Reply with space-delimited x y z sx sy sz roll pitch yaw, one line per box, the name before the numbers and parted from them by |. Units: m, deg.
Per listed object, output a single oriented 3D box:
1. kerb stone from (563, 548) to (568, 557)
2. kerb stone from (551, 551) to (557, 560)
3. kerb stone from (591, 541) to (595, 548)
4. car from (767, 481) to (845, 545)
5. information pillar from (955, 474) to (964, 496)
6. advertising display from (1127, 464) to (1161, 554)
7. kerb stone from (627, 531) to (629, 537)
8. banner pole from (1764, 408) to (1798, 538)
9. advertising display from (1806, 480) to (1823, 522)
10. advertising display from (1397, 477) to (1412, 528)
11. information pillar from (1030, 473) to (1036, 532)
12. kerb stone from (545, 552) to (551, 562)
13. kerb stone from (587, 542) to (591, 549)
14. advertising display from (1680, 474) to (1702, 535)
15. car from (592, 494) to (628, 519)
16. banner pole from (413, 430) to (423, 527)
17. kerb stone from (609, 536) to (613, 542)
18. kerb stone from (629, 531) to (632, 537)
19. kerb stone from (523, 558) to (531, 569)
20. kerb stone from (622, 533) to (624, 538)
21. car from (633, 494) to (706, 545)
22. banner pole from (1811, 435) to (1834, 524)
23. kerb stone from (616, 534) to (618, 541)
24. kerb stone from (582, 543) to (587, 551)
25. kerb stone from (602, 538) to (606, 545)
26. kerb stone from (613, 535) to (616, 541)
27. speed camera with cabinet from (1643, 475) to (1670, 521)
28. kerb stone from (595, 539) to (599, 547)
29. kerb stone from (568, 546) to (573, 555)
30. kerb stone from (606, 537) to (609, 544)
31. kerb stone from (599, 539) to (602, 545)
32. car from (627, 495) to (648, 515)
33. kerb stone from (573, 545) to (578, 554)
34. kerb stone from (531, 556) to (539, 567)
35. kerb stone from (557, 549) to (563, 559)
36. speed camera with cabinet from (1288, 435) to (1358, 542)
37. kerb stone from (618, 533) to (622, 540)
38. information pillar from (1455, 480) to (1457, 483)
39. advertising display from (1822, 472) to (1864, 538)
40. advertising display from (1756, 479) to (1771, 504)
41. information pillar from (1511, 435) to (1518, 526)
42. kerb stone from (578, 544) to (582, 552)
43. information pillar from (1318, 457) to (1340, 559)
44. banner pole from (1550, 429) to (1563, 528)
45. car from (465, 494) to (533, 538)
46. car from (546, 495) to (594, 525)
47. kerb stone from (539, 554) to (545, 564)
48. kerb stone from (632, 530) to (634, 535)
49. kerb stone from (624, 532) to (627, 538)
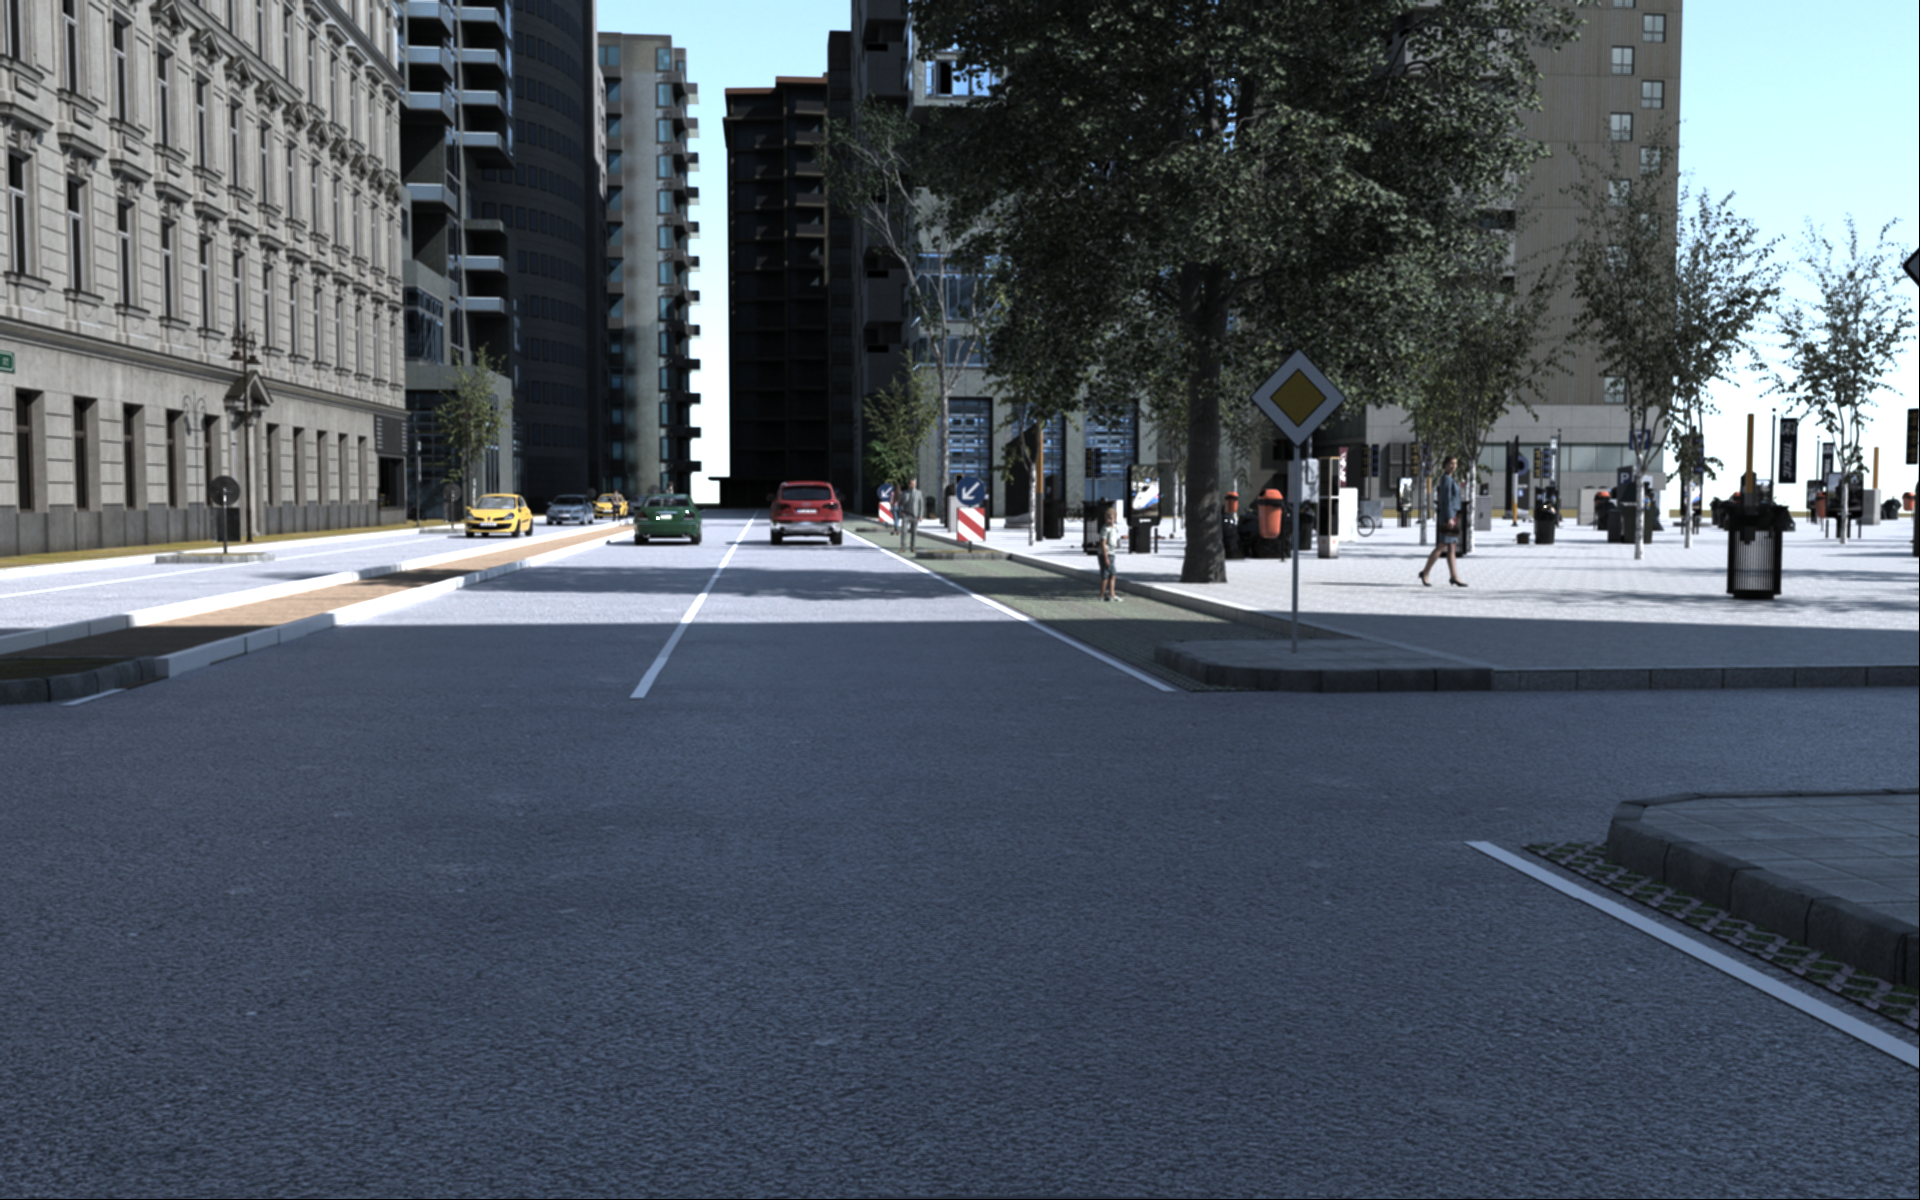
kerb stone | -9.115 -1.054 39.501 0.120 0.150 1.000 0 4 -6
kerb stone | -8.888 -0.932 37.468 0.120 0.150 1.000 0 4 -6
kerb stone | -9.791 -1.428 45.612 0.120 0.150 1.000 0 4 -6
car | -4.475 -2.551 50.388 2.281 1.827 5.304 0 4 -5
information pillar | -0.024 -3.627 63.789 0.304 2.012 0.304 0 4 2
advertising display | 3.964 -1.968 37.397 0.974 1.923 0.123 -3 5 -43
kerb stone | -11.028 -2.116 56.821 0.120 0.150 1.000 0 4 -6
banner pole | 23.763 -3.676 50.112 0.863 3.779 0.401 2 4 25
advertising display | 38.749 -4.484 78.534 0.123 1.923 0.974 -1 4 -10
advertising display | 17.119 -3.761 66.705 0.123 1.923 0.974 3 5 43
information pillar | 2.594 -3.346 59.194 0.304 2.012 0.304 -3 5 -40
kerb stone | -8.781 -0.867 36.451 0.120 0.150 1.000 0 4 -6
kerb stone | -9.683 -1.370 44.595 0.120 0.150 1.000 0 4 -6
advertising display | 23.172 -3.041 54.927 0.974 1.923 0.123 -3 4 -36
car | -20.286 -5.530 100.636 2.015 1.641 3.980 0 4 -6
banner pole | -21.284 -4.777 68.114 0.401 3.779 0.863 0 4 -2
kerb stone | -10.354 -1.739 50.704 0.120 0.150 1.000 0 4 -6
kerb stone | -11.141 -2.180 57.837 0.120 0.150 1.000 0 4 -6
kerb stone | -8.444 -0.681 33.394 0.120 0.150 1.000 0 4 -6
kerb stone | -10.805 -1.993 54.788 0.120 0.150 1.000 0 4 -6
car | -8.429 -2.346 50.162 2.131 1.459 4.920 0 4 -7
banner pole | 36.735 -5.119 73.715 0.863 3.779 0.401 1 4 11
kerb stone | -10.583 -1.863 52.745 0.120 0.150 1.000 0 4 -6
kerb stone | -9.567 -1.308 43.574 0.120 0.150 1.000 0 4 -6
kerb stone | -10.129 -1.619 48.663 0.120 0.150 1.000 0 4 -6
kerb stone | -10.467 -1.806 51.722 0.120 0.150 1.000 0 4 -6
speed camera with cabinet | 33.383 -5.456 83.542 0.660 3.252 2.038 -1 4 -13
kerb stone | -9.907 -1.494 46.627 0.120 0.150 1.000 0 4 -6
kerb stone | -9.229 -1.119 40.516 0.120 0.150 1.000 0 4 -6
kerb stone | -10.235 -1.681 49.680 0.120 0.150 1.000 0 4 -6
kerb stone | -10.017 -1.553 47.646 0.120 0.150 1.000 0 4 -6
car | -21.831 -6.532 119.152 2.083 1.381 4.827 -1 4 -8
kerb stone | -9.342 -1.183 41.532 0.120 0.150 1.000 0 4 -6
kerb stone | -8.550 -0.748 34.418 0.120 0.150 1.000 0 4 -6
kerb stone | -9.004 -0.995 38.483 0.120 0.150 1.000 0 4 -6
speed camera with cabinet | 9.597 -3.147 45.794 2.038 3.252 0.660 -2 4 -33
kerb stone | -10.691 -1.929 53.772 0.120 0.150 1.000 0 4 -6
information pillar | 25.497 -5.201 89.528 0.304 2.012 0.304 1 4 18
advertising display | 25.689 -2.759 50.329 0.974 1.923 0.123 2 4 24
advertising display | 34.683 -4.281 75.205 0.974 1.923 0.123 0 4 -3
information pillar | 22.140 -4.754 69.086 0.183 3.616 0.504 0 4 3
kerb stone | -9.457 -1.244 42.556 0.120 0.150 1.000 0 4 -6
information pillar | 7.339 -1.833 34.461 0.304 2.012 0.304 -3 4 -39
banner pole | 22.724 -4.653 66.097 0.863 3.779 0.401 -3 5 -40
car | -15.414 -2.918 57.934 2.015 1.641 3.980 0 4 -5
car | -18.183 -4.217 80.945 2.014 1.417 4.499 0 4 -4
kerb stone | -8.665 -0.800 35.436 0.120 0.150 1.000 0 4 -6
kerb stone | -11.251 -2.242 58.859 0.120 0.150 1.000 0 4 -6
kerb stone | -10.919 -2.055 55.804 0.120 0.150 1.000 0 4 -6
